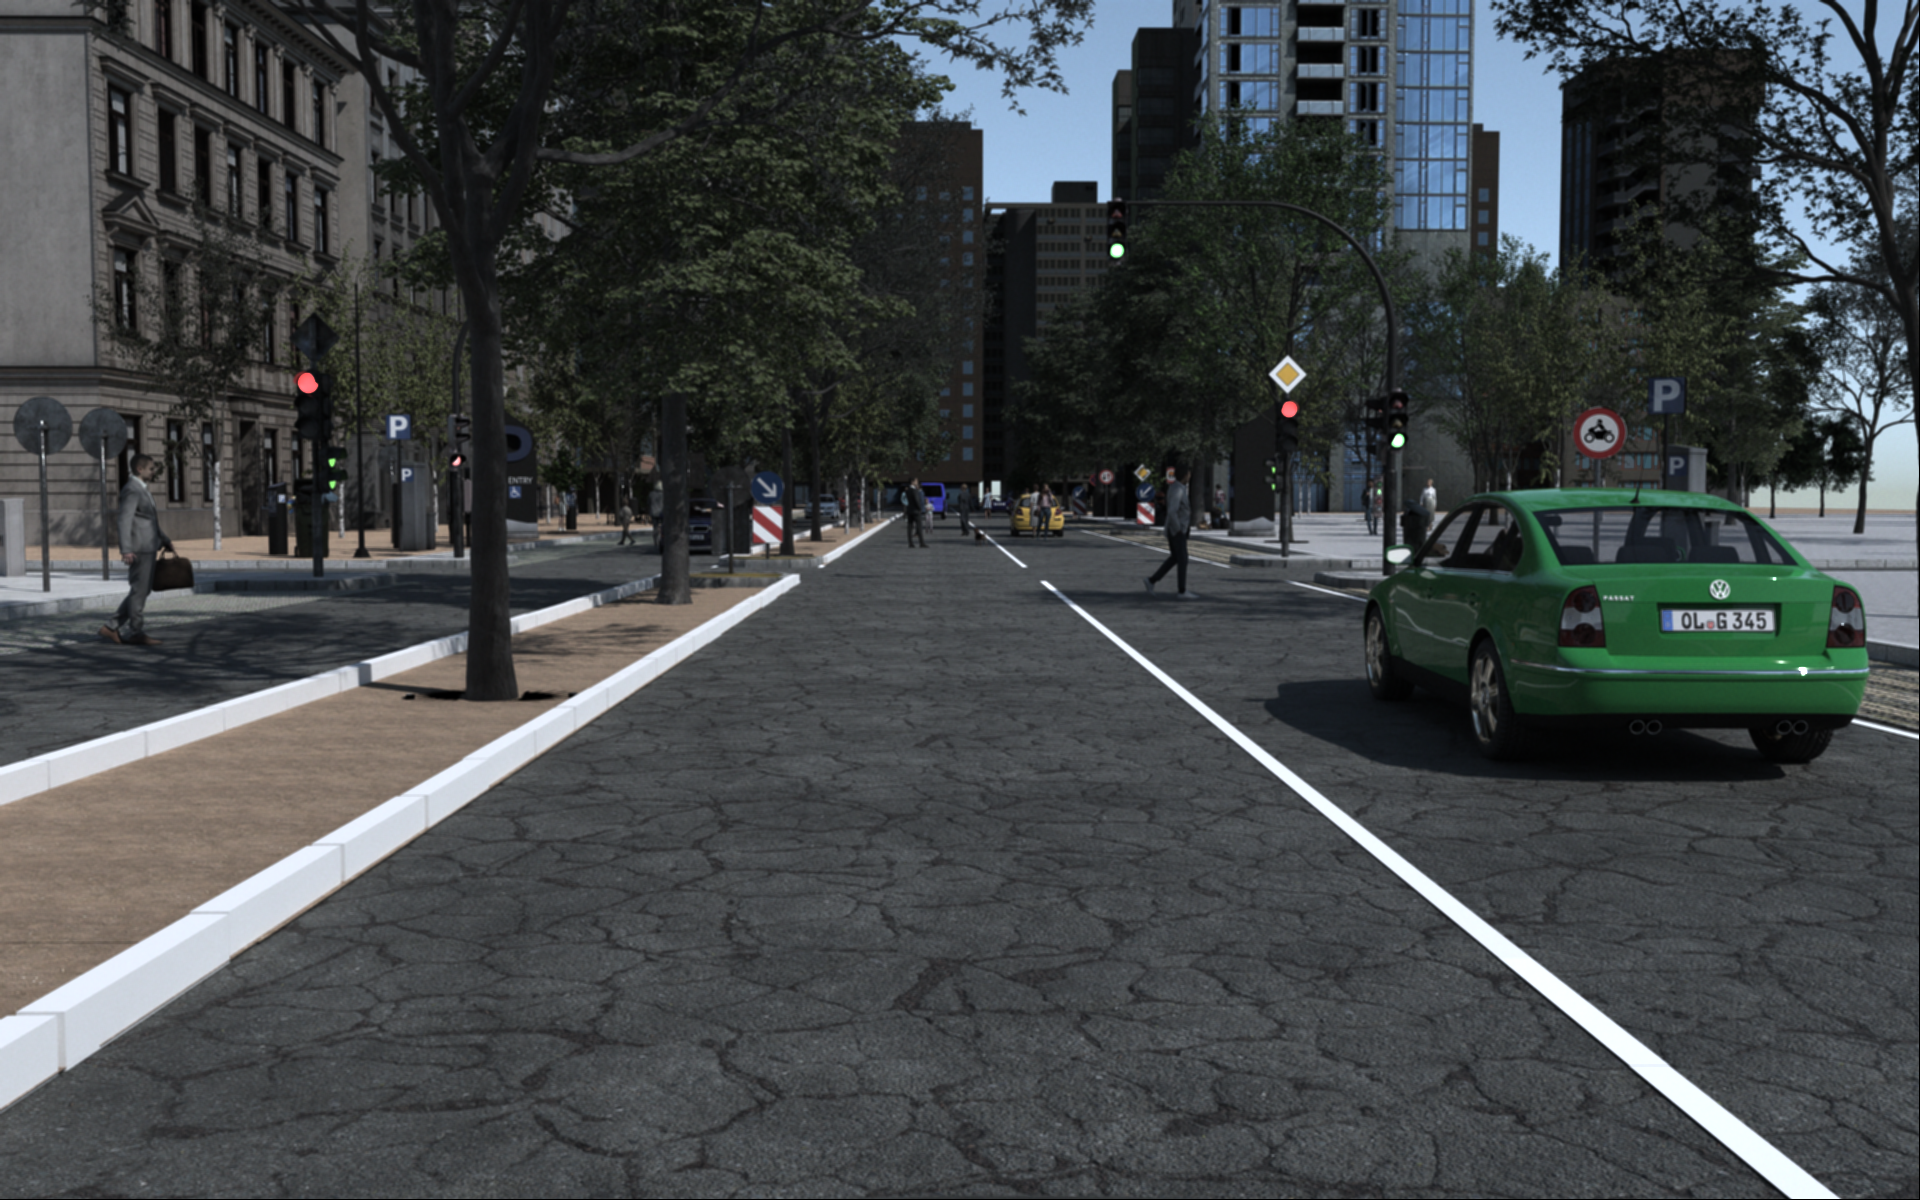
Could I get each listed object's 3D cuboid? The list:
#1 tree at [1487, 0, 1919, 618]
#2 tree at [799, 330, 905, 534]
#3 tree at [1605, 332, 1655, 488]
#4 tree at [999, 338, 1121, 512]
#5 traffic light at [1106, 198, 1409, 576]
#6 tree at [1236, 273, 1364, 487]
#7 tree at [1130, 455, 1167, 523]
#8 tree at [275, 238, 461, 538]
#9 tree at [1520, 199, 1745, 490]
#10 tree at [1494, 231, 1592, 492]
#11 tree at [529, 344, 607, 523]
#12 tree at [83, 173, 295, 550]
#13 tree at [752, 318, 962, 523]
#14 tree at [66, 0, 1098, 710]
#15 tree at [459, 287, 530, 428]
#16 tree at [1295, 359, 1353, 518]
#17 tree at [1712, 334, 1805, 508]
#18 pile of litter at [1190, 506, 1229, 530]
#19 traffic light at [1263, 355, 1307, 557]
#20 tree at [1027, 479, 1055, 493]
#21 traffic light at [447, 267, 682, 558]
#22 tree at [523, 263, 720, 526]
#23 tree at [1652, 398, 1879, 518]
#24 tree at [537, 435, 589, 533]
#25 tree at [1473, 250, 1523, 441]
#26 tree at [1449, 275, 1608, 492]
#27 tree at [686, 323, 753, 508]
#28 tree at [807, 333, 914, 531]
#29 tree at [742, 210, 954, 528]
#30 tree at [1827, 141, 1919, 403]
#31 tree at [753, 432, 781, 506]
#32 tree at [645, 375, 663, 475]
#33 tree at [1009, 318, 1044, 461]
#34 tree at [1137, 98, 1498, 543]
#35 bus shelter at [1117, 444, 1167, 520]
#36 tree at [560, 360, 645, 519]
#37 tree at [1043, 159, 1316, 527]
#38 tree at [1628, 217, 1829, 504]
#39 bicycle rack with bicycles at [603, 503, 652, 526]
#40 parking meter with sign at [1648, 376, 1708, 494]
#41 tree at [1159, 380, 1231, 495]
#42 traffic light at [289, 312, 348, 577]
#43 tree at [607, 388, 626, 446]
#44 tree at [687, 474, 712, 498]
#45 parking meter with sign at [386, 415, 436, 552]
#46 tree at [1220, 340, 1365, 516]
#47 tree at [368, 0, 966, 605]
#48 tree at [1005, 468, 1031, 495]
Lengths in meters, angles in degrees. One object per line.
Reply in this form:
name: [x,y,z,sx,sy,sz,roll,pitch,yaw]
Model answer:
tree: [10.125,-5.109,17.952,8.767,10.594,7.601,0,4,4]
tree: [-3.972,-6.618,61.025,4.737,8.622,4.395,0,3,0]
tree: [29.874,-7.913,79.747,4.360,8.622,3.978,0,3,0]
tree: [7.674,-12.830,126.772,9.611,12.733,9.660,0,3,0]
traffic light: [4.614,-3.194,26.898,4.771,5.953,1.251,0,4,-1]
tree: [10.945,-6.553,57.501,4.737,8.622,4.395,0,3,0]
tree: [8.420,-5.055,77.252,1.663,3.219,1.824,0,3,0]
tree: [-18.073,-6.139,50.739,4.737,8.622,4.395,0,3,0]
tree: [17.261,-5.642,42.609,4.737,8.622,4.395,0,3,0]
tree: [21.574,-8.829,70.114,9.928,11.665,9.643,0,3,0]
tree: [-18.544,-7.728,76.713,4.737,8.622,4.395,0,3,0]
tree: [-17.196,-5.447,39.420,4.360,8.622,3.978,0,3,0]
tree: [-4.665,-10.087,84.388,9.611,12.733,9.660,0,3,0]
tree: [-3.226,-6.035,11.495,12.009,13.543,11.850,0,3,0]
tree: [-17.828,-6.585,58.030,4.737,8.622,4.395,0,3,0]
tree: [18.020,-8.592,90.847,4.360,8.622,3.978,0,3,0]
tree: [35.767,-7.845,78.631,4.360,8.622,3.978,0,3,0]
pile of litter: [9.029,-2.960,62.359,1.719,0.858,1.176,-1,4,-14]
traffic light: [6.581,-2.822,35.055,0.839,4.253,0.868,0,4,-1]
tree: [7.348,-9.692,153.060,1.663,3.219,1.824,0,3,0]
traffic light: [-7.987,-3.681,34.851,4.771,5.953,1.251,0,4,-1]
tree: [-13.565,-8.224,68.880,8.767,10.594,7.601,0,4,2]
tree: [45.360,-8.292,98.475,11.467,7.101,20.602,0,4,-4]
tree: [-12.940,-3.809,56.876,1.663,3.219,1.824,0,3,0]
tree: [17.229,-6.127,50.532,4.737,8.622,4.395,0,3,0]
tree: [19.030,-6.658,59.218,4.360,8.622,3.978,0,3,0]
tree: [-13.687,-11.675,107.893,9.611,12.733,9.660,0,3,0]
tree: [-3.758,-6.922,66.001,4.360,8.622,3.978,0,3,0]
tree: [-4.615,-10.025,73.021,9.857,13.997,8.962,0,3,0]
tree: [27.657,-8.168,43.922,12.009,13.543,11.850,0,3,0]
tree: [-13.654,-10.356,119.677,4.360,8.622,3.978,0,3,0]
tree: [-18.883,-9.102,99.184,4.360,8.622,3.978,0,3,0]
tree: [8.096,-11.933,101.753,9.857,13.997,8.962,0,3,0]
tree: [8.539,-7.321,45.446,9.928,11.665,9.643,0,3,0]
bus shelter: [8.645,-5.566,82.279,1.731,3.624,6.357,0,4,-1]
tree: [-18.625,-8.459,88.664,4.360,8.622,3.978,0,3,0]
tree: [9.385,-9.834,67.439,9.857,13.997,8.962,0,3,0]
tree: [31.685,-9.368,71.293,7.486,12.596,7.792,0,3,0]
bicycle rack with bicycles: [-13.458,-3.521,70.953,2.852,0.926,2.925,0,4,-6]
parking meter with sign: [11.114,-1.849,26.491,0.543,3.016,1.738,3,5,44]
tree: [12.145,-8.614,91.205,4.360,8.622,3.978,0,3,0]
traffic light: [-9.955,-2.317,26.800,0.839,4.253,0.868,0,4,-1]
tree: [-18.231,-8.093,82.691,4.737,8.622,4.395,0,3,0]
tree: [-13.558,-5.729,88.269,1.663,3.219,1.824,0,3,0]
parking meter with sign: [-12.266,-2.604,38.842,0.543,3.016,1.738,0,4,2]
tree: [19.163,-10.104,99.614,8.767,10.594,7.601,0,4,7]
tree: [-3.806,-6.233,22.501,7.486,12.596,7.792,0,3,0]
tree: [6.527,-12.373,186.015,4.285,4.588,4.351,0,3,0]
